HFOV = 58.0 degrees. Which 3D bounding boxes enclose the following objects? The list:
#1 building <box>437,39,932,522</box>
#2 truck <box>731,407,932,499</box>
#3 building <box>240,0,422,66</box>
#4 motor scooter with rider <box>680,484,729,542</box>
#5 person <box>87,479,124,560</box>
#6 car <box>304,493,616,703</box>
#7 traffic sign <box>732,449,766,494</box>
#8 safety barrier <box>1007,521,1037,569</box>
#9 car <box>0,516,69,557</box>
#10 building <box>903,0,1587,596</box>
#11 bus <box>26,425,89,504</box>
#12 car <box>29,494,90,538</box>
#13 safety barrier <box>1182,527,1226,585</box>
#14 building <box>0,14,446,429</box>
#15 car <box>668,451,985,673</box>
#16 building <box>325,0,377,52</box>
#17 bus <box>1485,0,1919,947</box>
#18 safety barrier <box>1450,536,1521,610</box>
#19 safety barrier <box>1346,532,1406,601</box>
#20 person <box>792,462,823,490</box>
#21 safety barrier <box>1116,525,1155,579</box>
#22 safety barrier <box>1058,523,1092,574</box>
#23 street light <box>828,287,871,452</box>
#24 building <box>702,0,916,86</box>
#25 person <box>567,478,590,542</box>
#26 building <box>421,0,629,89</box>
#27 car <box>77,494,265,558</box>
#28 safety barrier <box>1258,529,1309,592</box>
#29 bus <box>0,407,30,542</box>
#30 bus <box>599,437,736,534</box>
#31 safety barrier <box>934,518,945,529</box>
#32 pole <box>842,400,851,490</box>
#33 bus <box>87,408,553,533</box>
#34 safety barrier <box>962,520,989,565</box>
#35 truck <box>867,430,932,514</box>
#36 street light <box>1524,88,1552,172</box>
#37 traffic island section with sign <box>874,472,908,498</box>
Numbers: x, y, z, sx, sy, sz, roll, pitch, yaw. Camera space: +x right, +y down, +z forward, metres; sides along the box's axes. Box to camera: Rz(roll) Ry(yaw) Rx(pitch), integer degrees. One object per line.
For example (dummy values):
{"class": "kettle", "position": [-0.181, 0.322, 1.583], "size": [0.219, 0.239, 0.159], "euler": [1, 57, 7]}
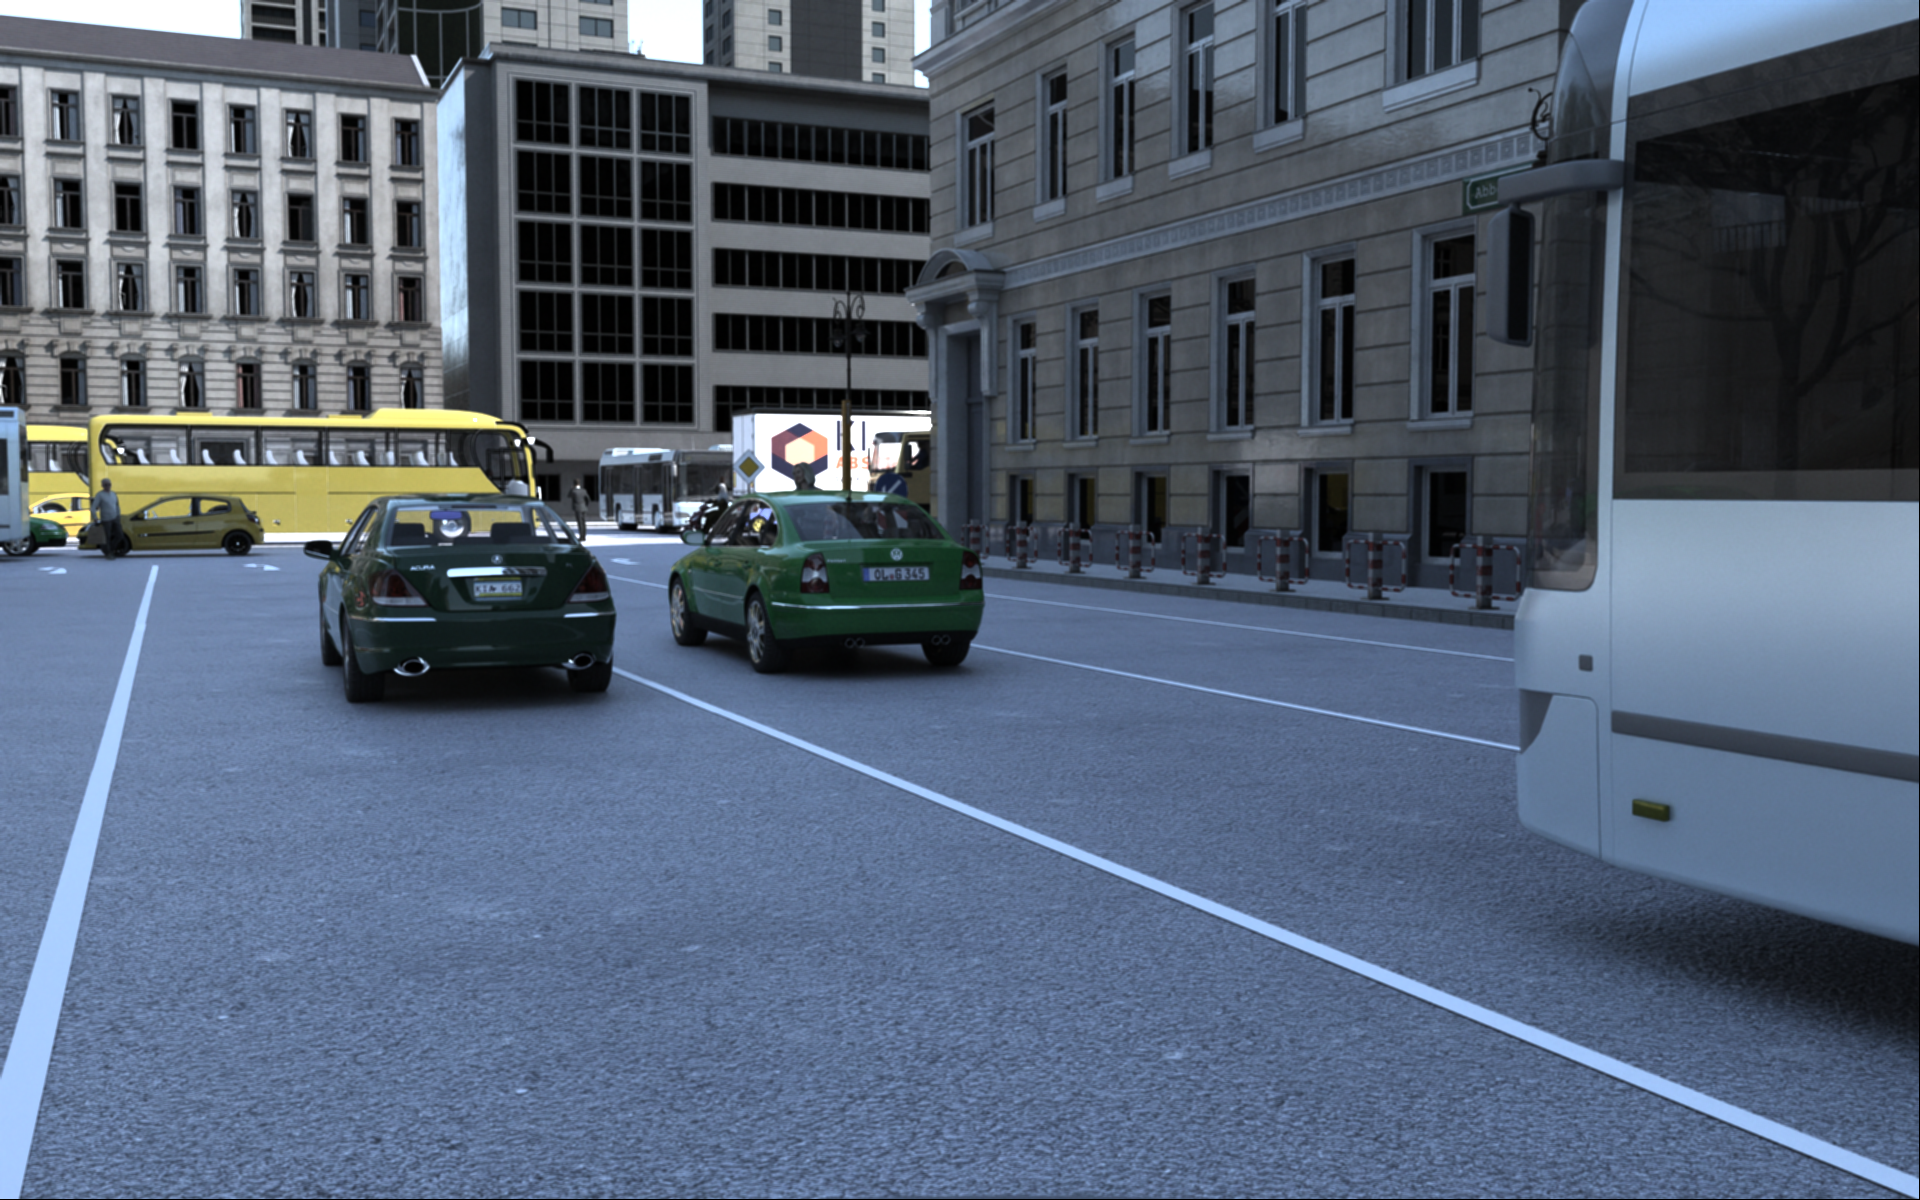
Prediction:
{"class": "building", "position": [-10.199, -16.368, 86.683], "size": [30.058, 24.678, 14.314], "euler": [-2, 4, -24]}
{"class": "truck", "position": [-2.039, -4.301, 59.239], "size": [11.283, 4.237, 2.839], "euler": [-2, 4, -24]}
{"class": "building", "position": [-84.048, -48.506, 231.316], "size": [20.611, 71.187, 20.563], "euler": [-2, 4, -24]}
{"class": "motor scooter with rider", "position": [-7.177, -2.529, 50.317], "size": [1.986, 1.779, 0.876], "euler": [-2, 4, -26]}
{"class": "person", "position": [-18.577, -1.749, 37.580], "size": [0.515, 1.767, 0.782], "euler": [1, 4, 23]}
{"class": "car", "position": [-3.961, -0.107, 13.548], "size": [2.131, 1.459, 4.920], "euler": [-2, 4, -23]}
{"class": "traffic sign", "position": [-4.753, -2.161, 38.980], "size": [0.795, 2.450, 0.064], "euler": [-2, 4, -24]}
{"class": "safety barrier", "position": [1.060, -0.944, 29.705], "size": [0.300, 0.817, 1.120], "euler": [-2, 4, -24]}
{"class": "car", "position": [-23.160, -1.898, 39.823], "size": [4.718, 1.807, 1.959], "euler": [-1, 4, -22]}
{"class": "building", "position": [8.899, -15.047, 31.920], "size": [13.634, 28.700, 20.117], "euler": [-2, 4, -24]}
{"class": "bus", "position": [-35.825, -4.280, 61.526], "size": [12.252, 3.916, 2.896], "euler": [-1, 4, -23]}
{"class": "car", "position": [-26.534, -2.488, 50.906], "size": [3.980, 1.641, 2.015], "euler": [-2, 4, -24]}
{"class": "safety barrier", "position": [3.442, -0.623, 24.460], "size": [0.300, 0.817, 1.120], "euler": [-2, 4, -24]}
{"class": "building", "position": [-32.269, -13.815, 75.021], "size": [18.267, 20.994, 9.793], "euler": [-2, 4, -24]}
{"class": "car", "position": [-1.345, -0.405, 15.413], "size": [1.959, 1.807, 4.718], "euler": [-1, 4, -23]}
{"class": "building", "position": [-52.404, -38.696, 174.678], "size": [21.231, 58.520, 28.212], "euler": [-2, 4, -24]}
{"class": "bus", "position": [5.258, -0.369, 0.900], "size": [2.948, 3.499, 13.247], "euler": [-2, 4, -25]}
{"class": "safety barrier", "position": [5.821, -0.302, 19.221], "size": [0.300, 0.817, 1.120], "euler": [-2, 4, -24]}
{"class": "safety barrier", "position": [5.027, -0.409, 20.966], "size": [0.300, 0.817, 1.120], "euler": [-2, 4, -24]}
{"class": "person", "position": [-1.780, -0.675, 19.719], "size": [0.537, 1.800, 0.526], "euler": [3, 4, 38]}
{"class": "safety barrier", "position": [2.649, -0.730, 26.212], "size": [0.300, 0.817, 1.120], "euler": [-2, 4, -24]}
{"class": "safety barrier", "position": [1.855, -0.837, 27.961], "size": [0.300, 0.817, 1.120], "euler": [-2, 4, -24]}
{"class": "street light", "position": [-2.492, -4.046, 38.933], "size": [0.468, 5.910, 1.993], "euler": [-2, 4, -24]}
{"class": "building", "position": [-18.317, -46.242, 194.305], "size": [20.611, 71.187, 20.563], "euler": [-2, 4, -24]}
{"class": "person", "position": [-11.521, -2.715, 52.260], "size": [0.474, 1.900, 0.648], "euler": [2, 4, 32]}
{"class": "building", "position": [-41.516, -43.640, 151.759], "size": [20.563, 71.187, 20.611], "euler": [-2, 4, -24]}
{"class": "car", "position": [-18.282, -1.834, 40.204], "size": [3.980, 1.641, 2.015], "euler": [-1, 4, -23]}
{"class": "safety barrier", "position": [4.233, -0.516, 22.713], "size": [0.300, 0.817, 1.120], "euler": [-2, 4, -24]}
{"class": "bus", "position": [-26.260, -2.439, 34.733], "size": [13.247, 3.499, 2.948], "euler": [-2, 4, -25]}
{"class": "bus", "position": [-10.957, -4.321, 65.502], "size": [2.948, 3.499, 13.247], "euler": [-2, 4, -24]}
{"class": "safety barrier", "position": [-0.523, -1.157, 33.200], "size": [0.300, 0.817, 1.120], "euler": [-2, 4, -24]}
{"class": "pole", "position": [-2.465, -2.680, 37.663], "size": [0.158, 3.312, 0.155], "euler": [0, 3, 0]}
{"class": "bus", "position": [-18.107, -3.556, 49.685], "size": [12.252, 3.916, 2.896], "euler": [-2, 4, -24]}
{"class": "safety barrier", "position": [0.271, -1.051, 31.453], "size": [0.300, 0.817, 1.120], "euler": [-2, 4, -24]}
{"class": "truck", "position": [1.177, -3.547, 53.919], "size": [9.791, 3.379, 3.469], "euler": [-2, 4, -24]}
{"class": "street light", "position": [6.712, -2.793, 18.448], "size": [0.468, 5.910, 1.993], "euler": [-2, 4, -24]}
{"class": "traffic island section with sign", "position": [-1.659, -1.444, 32.237], "size": [1.989, 1.847, 2.006], "euler": [-2, 4, -24]}
